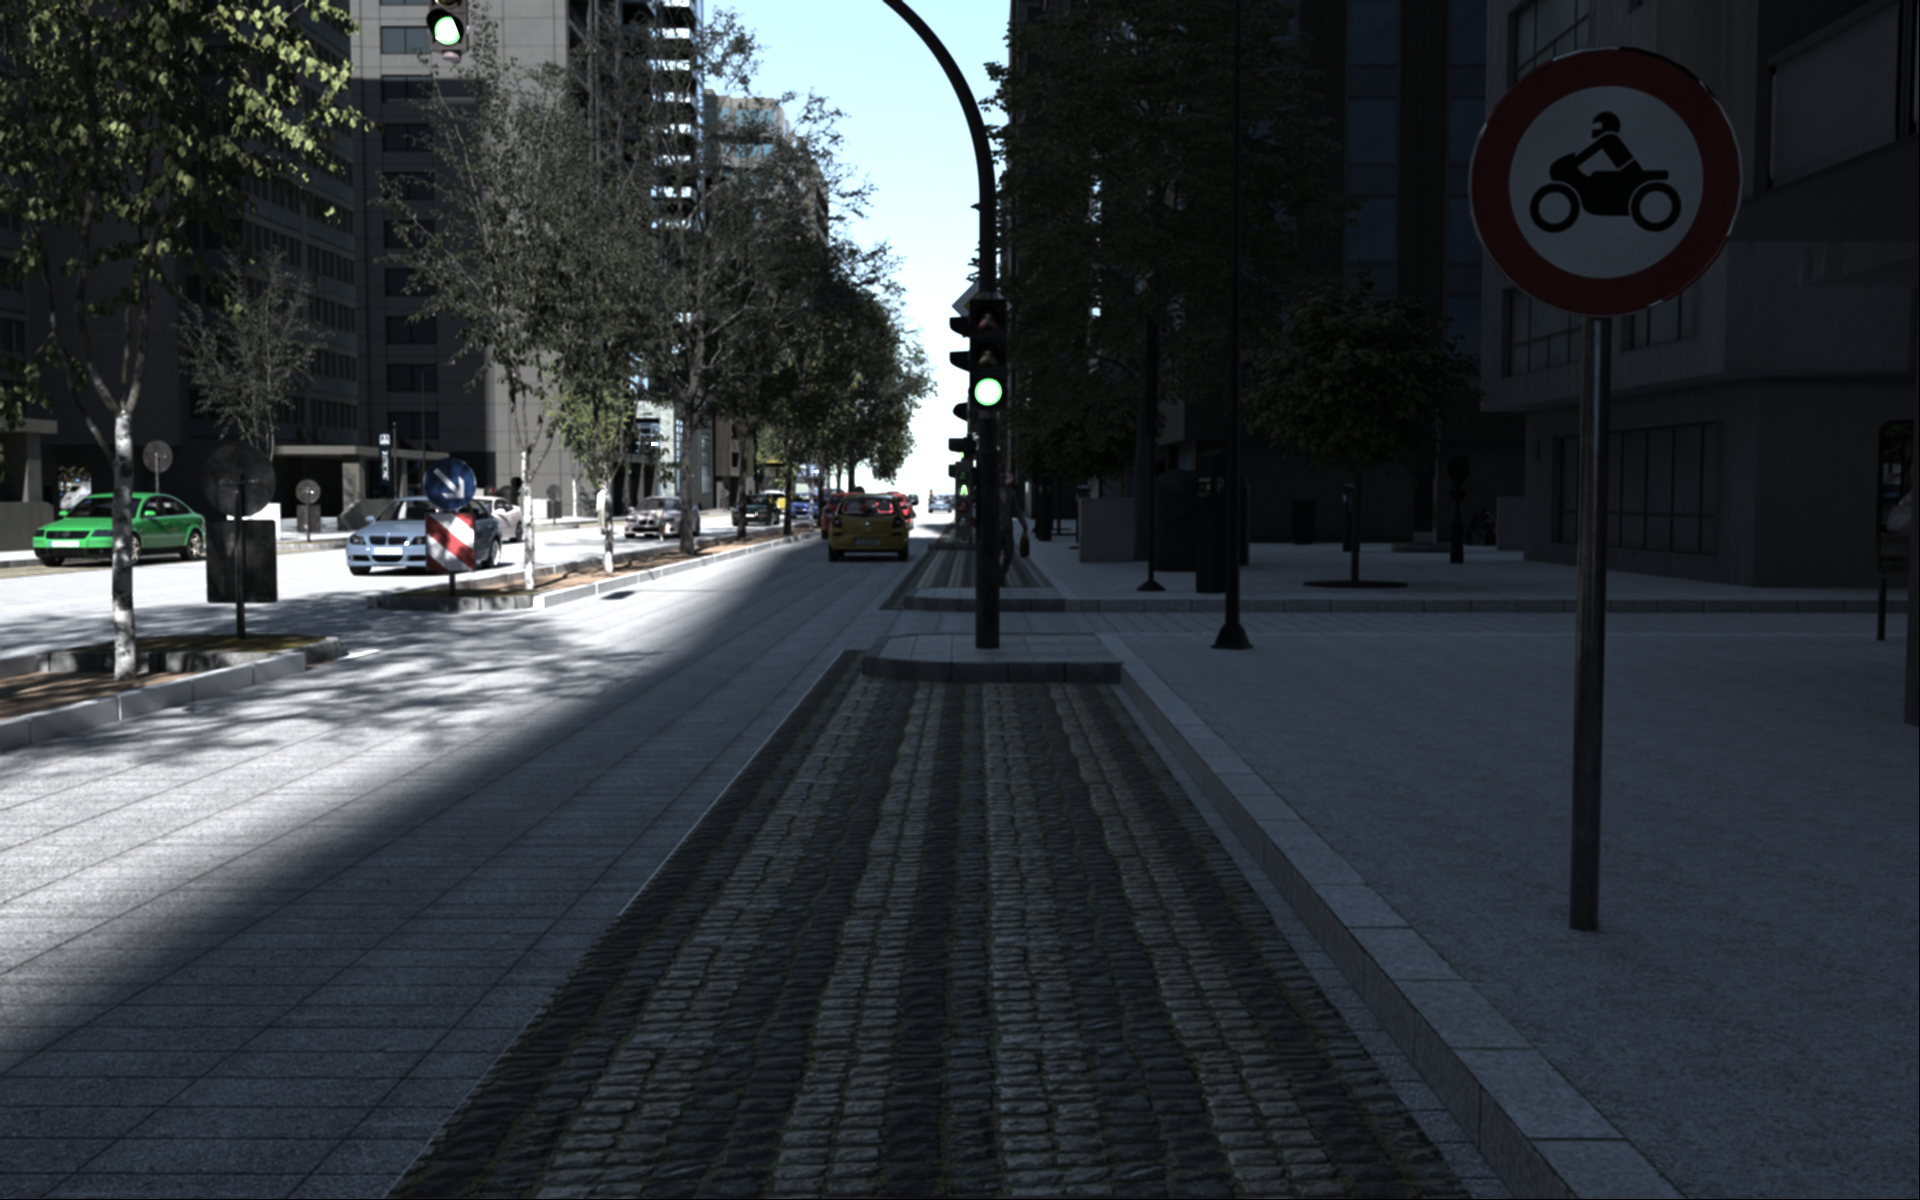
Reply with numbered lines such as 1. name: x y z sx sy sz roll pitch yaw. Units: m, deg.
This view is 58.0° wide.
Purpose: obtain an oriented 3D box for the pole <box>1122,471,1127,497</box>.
1. pole: 6.222 -4.384 65.514 0.158 3.312 0.155 0 3 0

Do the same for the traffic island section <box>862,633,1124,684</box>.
1. traffic island section: 0.244 0.476 14.506 2.009 0.180 2.903 0 4 0

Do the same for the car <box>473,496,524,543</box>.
1. car: -13.886 -2.275 49.565 2.083 1.381 4.827 0 4 2

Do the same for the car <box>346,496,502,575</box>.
1. car: -9.822 -1.227 32.069 2.014 1.417 4.499 0 4 2

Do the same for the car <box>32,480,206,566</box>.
1. car: -17.173 -1.635 35.536 1.959 1.807 4.718 0 4 0

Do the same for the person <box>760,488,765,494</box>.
1. person: -12.464 -6.146 108.972 0.705 1.826 1.348 2 4 30

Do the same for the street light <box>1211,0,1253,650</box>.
1. street light: 1.731 -2.554 14.292 1.470 5.913 1.316 0 4 0

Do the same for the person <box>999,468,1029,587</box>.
1. person: 0.634 -1.043 25.682 0.709 1.813 0.853 -2 4 -26

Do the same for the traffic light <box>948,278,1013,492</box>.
1. traffic light: 0.271 -2.046 22.378 0.839 4.253 0.868 0 4 0

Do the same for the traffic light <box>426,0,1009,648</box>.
1. traffic light: -1.889 -2.422 14.269 4.771 5.953 1.251 0 4 0

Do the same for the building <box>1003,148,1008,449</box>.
1. building: 16.335 -33.737 206.228 22.147 44.769 28.867 0 4 0

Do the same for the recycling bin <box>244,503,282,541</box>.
1. recycling bin: -19.144 -2.148 47.674 0.722 1.027 0.722 -3 4 -36

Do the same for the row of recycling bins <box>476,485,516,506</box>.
1. row of recycling bins: -22.828 -4.621 82.667 3.534 1.692 1.069 -3 5 -44

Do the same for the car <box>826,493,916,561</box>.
1. car: -1.986 -1.718 38.313 2.015 1.641 3.980 0 4 -1

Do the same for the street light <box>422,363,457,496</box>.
1. street light: -18.542 -5.450 61.656 1.470 5.913 1.316 0 4 0

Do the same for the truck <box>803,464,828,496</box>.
1. truck: -12.869 -10.320 158.484 2.967 4.110 18.799 0 4 0

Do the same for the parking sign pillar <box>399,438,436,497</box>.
1. parking sign pillar: -26.294 -5.787 83.094 1.447 3.967 1.447 0 4 7

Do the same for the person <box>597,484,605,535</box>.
1. person: -12.534 -3.188 60.848 0.478 1.798 0.641 1 4 14

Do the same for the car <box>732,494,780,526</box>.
1. car: -9.269 -4.214 78.688 2.009 1.686 4.222 0 4 2

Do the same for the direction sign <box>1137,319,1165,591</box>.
1. direction sign: 2.544 -1.894 22.961 0.379 3.537 0.876 1 4 14

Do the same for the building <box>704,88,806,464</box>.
1. building: -30.609 -36.210 211.639 23.786 49.044 30.456 0 4 0

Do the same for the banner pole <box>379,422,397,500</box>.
1. banner pole: -19.936 -4.312 60.523 0.863 3.779 0.401 1 4 14

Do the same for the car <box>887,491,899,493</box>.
1. car: -8.537 -13.006 221.326 2.281 1.827 5.304 0 4 -1

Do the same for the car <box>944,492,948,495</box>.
1. car: -1.768 -14.851 252.407 1.945 1.707 3.694 0 4 2

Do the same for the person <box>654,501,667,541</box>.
1. person: -9.168 -2.398 52.729 0.505 1.210 0.382 2 4 35

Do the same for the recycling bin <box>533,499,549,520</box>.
1. recycling bin: -21.250 -4.588 87.567 0.722 1.027 0.722 3 4 36

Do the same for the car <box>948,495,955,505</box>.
1. car: -1.107 -11.196 195.411 2.083 1.381 4.827 0 4 -1

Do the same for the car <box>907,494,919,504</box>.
1. car: -6.876 -14.873 252.965 2.009 1.686 4.222 0 4 1

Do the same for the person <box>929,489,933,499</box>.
1. person: -2.462 -8.349 144.947 0.705 1.831 1.348 0 4 -5

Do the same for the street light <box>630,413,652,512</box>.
1. street light: -18.261 -7.735 99.010 1.470 5.913 1.316 0 4 0

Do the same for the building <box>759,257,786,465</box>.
1. building: -26.692 -25.537 189.232 14.160 30.474 14.107 0 4 0

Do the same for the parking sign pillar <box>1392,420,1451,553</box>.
1. parking sign pillar: 10.328 -3.051 38.351 1.447 3.967 1.447 1 4 20

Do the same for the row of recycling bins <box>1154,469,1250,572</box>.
1. row of recycling bins: 4.178 -1.406 30.097 1.069 1.692 3.534 2 4 26

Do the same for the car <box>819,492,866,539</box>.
1. car: -3.532 -2.893 56.338 2.155 1.783 4.494 0 4 -1

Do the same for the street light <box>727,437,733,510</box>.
1. street light: -17.909 -10.120 138.005 1.470 5.913 1.316 0 4 0

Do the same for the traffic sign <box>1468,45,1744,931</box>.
1. traffic sign: 1.845 -0.302 5.043 0.768 2.556 0.104 0 4 4

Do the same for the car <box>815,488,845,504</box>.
1. car: -8.322 -6.335 112.256 2.281 1.827 5.304 0 3 0

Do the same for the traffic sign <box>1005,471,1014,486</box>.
1. traffic sign: 2.602 -5.818 95.229 0.768 2.556 0.104 1 4 8

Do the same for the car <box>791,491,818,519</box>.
1. car: -9.067 -5.596 101.084 1.945 1.707 3.694 0 3 0

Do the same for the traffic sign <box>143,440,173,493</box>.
1. traffic sign: -18.967 -2.497 40.939 0.768 2.556 0.104 1 4 8

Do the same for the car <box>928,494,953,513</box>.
1. car: -1.515 -7.412 133.194 2.014 1.417 4.499 0 4 1

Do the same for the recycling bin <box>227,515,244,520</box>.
1. recycling bin: -22.647 -2.576 54.679 0.722 1.027 0.722 0 3 0

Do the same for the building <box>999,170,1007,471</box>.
1. building: 16.429 -38.040 245.661 21.300 48.544 21.600 0 4 0

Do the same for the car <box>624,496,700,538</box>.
1. car: -9.850 -2.762 57.522 2.083 1.381 4.827 0 4 2

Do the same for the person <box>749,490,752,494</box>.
1. person: -16.460 -7.755 135.971 1.217 1.739 0.721 -1 4 -13

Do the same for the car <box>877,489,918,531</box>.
1. car: -2.792 -3.692 69.396 2.155 1.783 4.494 0 4 0

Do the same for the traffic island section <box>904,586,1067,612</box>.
1. traffic island section: 0.311 -0.013 22.491 2.009 0.180 2.903 0 4 0

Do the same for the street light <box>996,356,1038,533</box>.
1. street light: 2.020 -5.200 57.557 1.470 5.913 1.316 0 4 0
